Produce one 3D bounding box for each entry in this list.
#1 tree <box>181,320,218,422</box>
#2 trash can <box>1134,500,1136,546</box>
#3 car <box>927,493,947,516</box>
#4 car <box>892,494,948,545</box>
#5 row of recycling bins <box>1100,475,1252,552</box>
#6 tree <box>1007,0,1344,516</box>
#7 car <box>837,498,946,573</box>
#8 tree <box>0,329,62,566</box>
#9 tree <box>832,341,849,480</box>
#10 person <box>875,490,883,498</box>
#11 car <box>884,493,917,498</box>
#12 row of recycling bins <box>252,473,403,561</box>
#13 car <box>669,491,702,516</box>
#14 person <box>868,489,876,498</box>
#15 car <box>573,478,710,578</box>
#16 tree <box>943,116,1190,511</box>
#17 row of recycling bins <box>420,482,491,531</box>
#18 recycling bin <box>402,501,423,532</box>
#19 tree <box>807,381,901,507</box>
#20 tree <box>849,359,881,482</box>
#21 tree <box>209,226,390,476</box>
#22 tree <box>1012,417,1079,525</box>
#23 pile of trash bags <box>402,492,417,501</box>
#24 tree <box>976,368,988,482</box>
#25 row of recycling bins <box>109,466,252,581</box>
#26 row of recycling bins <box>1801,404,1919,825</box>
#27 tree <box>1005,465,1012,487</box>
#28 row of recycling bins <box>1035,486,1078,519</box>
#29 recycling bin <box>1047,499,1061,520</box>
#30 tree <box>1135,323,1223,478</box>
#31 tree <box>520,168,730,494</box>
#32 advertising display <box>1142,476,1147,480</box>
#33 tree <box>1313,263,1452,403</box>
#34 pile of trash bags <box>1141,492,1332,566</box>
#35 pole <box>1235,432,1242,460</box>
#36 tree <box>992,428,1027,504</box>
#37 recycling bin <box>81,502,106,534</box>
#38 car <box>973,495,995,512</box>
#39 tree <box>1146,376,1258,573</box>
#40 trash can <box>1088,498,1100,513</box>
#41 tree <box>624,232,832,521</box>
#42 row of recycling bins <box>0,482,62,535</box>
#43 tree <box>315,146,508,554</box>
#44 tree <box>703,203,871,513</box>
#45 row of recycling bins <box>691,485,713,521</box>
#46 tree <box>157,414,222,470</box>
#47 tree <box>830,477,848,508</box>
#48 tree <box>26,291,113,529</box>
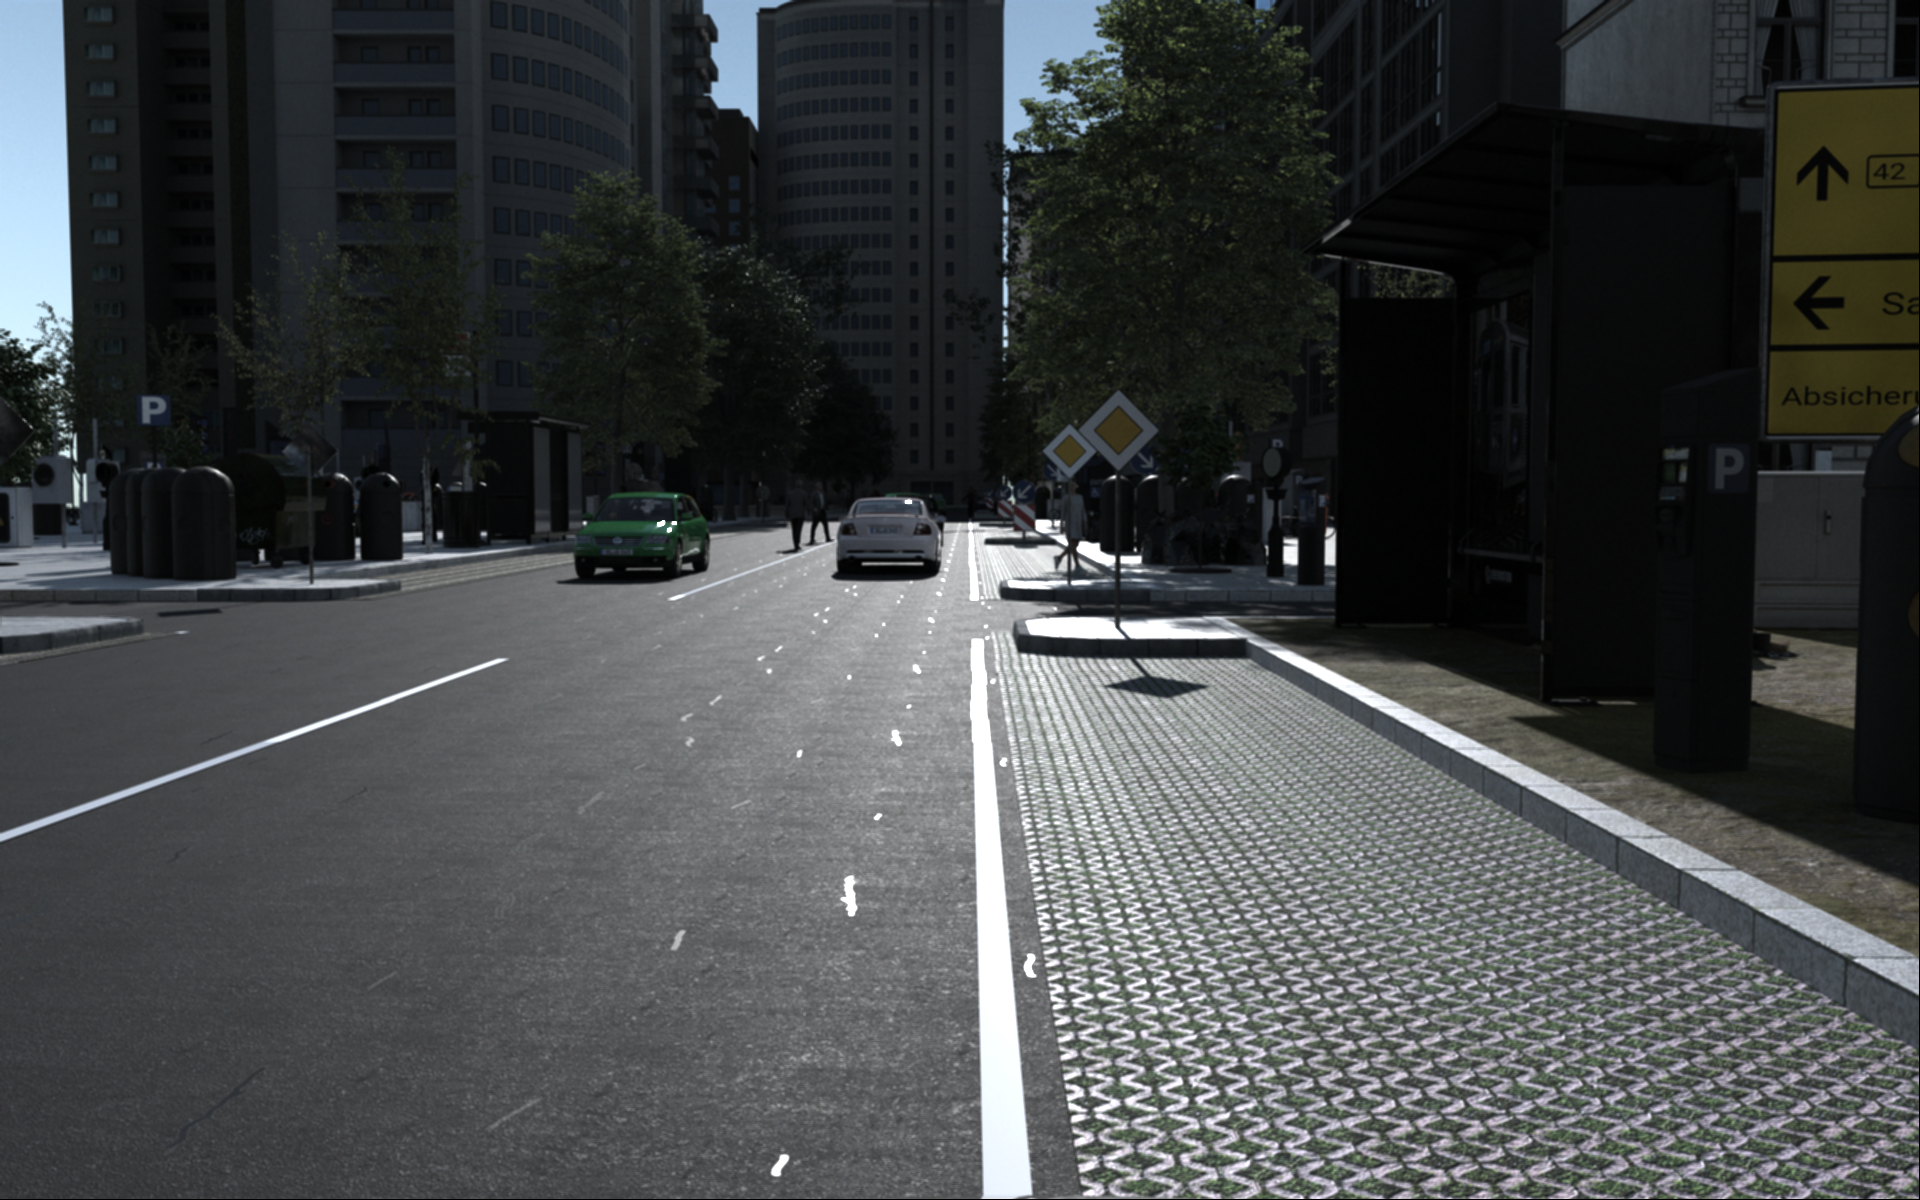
[{"bbox_3d":[-33.315,-7.468,72.465,4.737,8.622,4.395,0,3,0],"label":"tree"},{"bbox_3d":[4.531,-1.921,43.068,0.748,1.137,0.748,0,3,0],"label":"trash can"},{"bbox_3d":[-1.833,-6.524,115.460,1.959,1.807,4.718,0,4,-2],"label":"car"},{"bbox_3d":[-1.346,-2.452,49.878,2.009,1.686,4.222,0,4,-1],"label":"car"},{"bbox_3d":[4.789,-1.916,38.432,3.534,1.692,1.069,1,4,22],"label":"row of recycling bins"},{"bbox_3d":[4.764,-7.224,36.239,7.486,12.596,7.792,0,3,0],"label":"tree"},{"bbox_3d":[-1.309,-1.258,32.938,2.083,1.381,4.827,0,4,0],"label":"car"},{"bbox_3d":[-17.642,-2.891,30.988,4.285,4.588,4.351,0,3,0],"label":"tree"},{"bbox_3d":[-12.057,-11.555,95.574,9.857,13.997,8.962,0,3,0],"label":"tree"},{"bbox_3d":[-4.717,-5.565,100.965,0.415,1.643,0.593,3,4,36],"label":"person"},{"bbox_3d":[-1.982,-3.210,61.280,1.959,1.807,4.718,0,4,0],"label":"car"},{"bbox_3d":[-12.633,-1.615,33.518,3.534,1.692,1.069,-1,4,-14],"label":"row of recycling bins"},{"bbox_3d":[-6.743,-1.753,38.893,2.015,1.641,3.980,0,4,0],"label":"car"},{"bbox_3d":[-6.403,-7.401,129.450,1.348,1.831,0.705,2,4,25],"label":"person"},{"bbox_3d":[-5.635,-1.356,30.975,1.959,1.807,4.718,0,4,1],"label":"car"},{"bbox_3d":[5.552,-14.040,85.439,12.611,20.169,13.585,0,3,0],"label":"tree"},{"bbox_3d":[-17.416,-3.305,61.150,3.534,1.692,1.069,1,4,14],"label":"row of recycling bins"},{"bbox_3d":[-18.695,-2.851,59.166,0.722,1.027,0.722,1,4,16],"label":"recycling bin"},{"bbox_3d":[-10.648,-15.633,172.601,9.611,12.733,9.660,0,3,0],"label":"tree"},{"bbox_3d":[-10.826,-14.190,138.666,9.857,13.997,8.962,0,3,0],"label":"tree"},{"bbox_3d":[-17.626,-5.905,46.904,4.360,8.622,3.978,0,3,0],"label":"tree"},{"bbox_3d":[4.940,-5.418,72.302,4.285,4.588,4.351,0,3,0],"label":"tree"},{"bbox_3d":[-22.768,-4.069,76.282,3.447,1.369,1.912,-1,4,-13],"label":"pile of trash bags"},{"bbox_3d":[4.760,-11.657,108.723,7.486,12.596,7.792,0,3,0],"label":"tree"},{"bbox_3d":[-12.304,-1.211,26.916,1.069,1.692,3.534,-3,5,-44],"label":"row of recycling bins"},{"bbox_3d":[4.469,0.089,5.657,1.069,1.692,3.534,-1,4,-17],"label":"row of recycling bins"},{"bbox_3d":[5.387,-9.796,143.884,4.285,4.588,4.351,0,3,0],"label":"tree"},{"bbox_3d":[5.613,-5.037,89.474,3.534,1.692,1.069,1,4,11],"label":"row of recycling bins"},{"bbox_3d":[4.829,-4.551,86.955,0.722,1.027,0.722,2,4,26],"label":"recycling bin"},{"bbox_3d":[9.371,-7.498,72.954,4.360,8.622,3.978,0,3,0],"label":"tree"},{"bbox_3d":[-11.789,-8.740,61.033,7.486,12.596,7.792,0,3,0],"label":"tree"},{"bbox_3d":[6.617,-3.305,59.245,0.123,1.923,0.974,-3,5,-43],"label":"advertising display"},{"bbox_3d":[11.609,-5.831,45.697,4.360,8.622,3.978,0,3,0],"label":"tree"},{"bbox_3d":[5.111,-1.350,31.818,3.447,1.369,1.912,0,4,-5],"label":"pile of trash bags"},{"bbox_3d":[9.076,-3.835,56.540,0.158,3.312,0.155,0,3,0],"label":"pole"},{"bbox_3d":[5.193,-13.270,167.331,4.360,8.622,3.978,0,3,0],"label":"tree"},{"bbox_3d":[-28.184,-2.686,56.469,0.722,1.027,0.722,-1,4,-17],"label":"recycling bin"},{"bbox_3d":[1.886,-7.594,136.738,1.945,1.354,3.894,0,4,-1],"label":"car"},{"bbox_3d":[3.832,-2.072,28.483,1.663,3.219,1.824,0,3,0],"label":"tree"},{"bbox_3d":[4.831,-3.047,61.465,0.748,1.137,0.748,0,3,0],"label":"trash can"},{"bbox_3d":[-11.293,-10.816,83.504,9.857,13.997,8.962,0,3,0],"label":"tree"},{"bbox_3d":[-29.910,-2.920,54.855,3.534,1.692,1.069,1,4,19],"label":"row of recycling bins"},{"bbox_3d":[-11.413,-5.289,36.842,4.737,8.622,4.395,0,3,0],"label":"tree"},{"bbox_3d":[-12.918,-15.884,115.593,12.611,20.169,13.585,0,3,0],"label":"tree"},{"bbox_3d":[-13.241,-4.580,82.001,3.534,1.692,1.069,2,4,23],"label":"row of recycling bins"},{"bbox_3d":[-18.599,-2.896,41.944,1.663,3.219,1.824,0,3,0],"label":"tree"},{"bbox_3d":[-11.201,-10.211,161.543,1.663,3.219,1.824,0,3,0],"label":"tree"},{"bbox_3d":[-32.241,-6.929,63.644,4.737,8.622,4.395,0,3,0],"label":"tree"}]
